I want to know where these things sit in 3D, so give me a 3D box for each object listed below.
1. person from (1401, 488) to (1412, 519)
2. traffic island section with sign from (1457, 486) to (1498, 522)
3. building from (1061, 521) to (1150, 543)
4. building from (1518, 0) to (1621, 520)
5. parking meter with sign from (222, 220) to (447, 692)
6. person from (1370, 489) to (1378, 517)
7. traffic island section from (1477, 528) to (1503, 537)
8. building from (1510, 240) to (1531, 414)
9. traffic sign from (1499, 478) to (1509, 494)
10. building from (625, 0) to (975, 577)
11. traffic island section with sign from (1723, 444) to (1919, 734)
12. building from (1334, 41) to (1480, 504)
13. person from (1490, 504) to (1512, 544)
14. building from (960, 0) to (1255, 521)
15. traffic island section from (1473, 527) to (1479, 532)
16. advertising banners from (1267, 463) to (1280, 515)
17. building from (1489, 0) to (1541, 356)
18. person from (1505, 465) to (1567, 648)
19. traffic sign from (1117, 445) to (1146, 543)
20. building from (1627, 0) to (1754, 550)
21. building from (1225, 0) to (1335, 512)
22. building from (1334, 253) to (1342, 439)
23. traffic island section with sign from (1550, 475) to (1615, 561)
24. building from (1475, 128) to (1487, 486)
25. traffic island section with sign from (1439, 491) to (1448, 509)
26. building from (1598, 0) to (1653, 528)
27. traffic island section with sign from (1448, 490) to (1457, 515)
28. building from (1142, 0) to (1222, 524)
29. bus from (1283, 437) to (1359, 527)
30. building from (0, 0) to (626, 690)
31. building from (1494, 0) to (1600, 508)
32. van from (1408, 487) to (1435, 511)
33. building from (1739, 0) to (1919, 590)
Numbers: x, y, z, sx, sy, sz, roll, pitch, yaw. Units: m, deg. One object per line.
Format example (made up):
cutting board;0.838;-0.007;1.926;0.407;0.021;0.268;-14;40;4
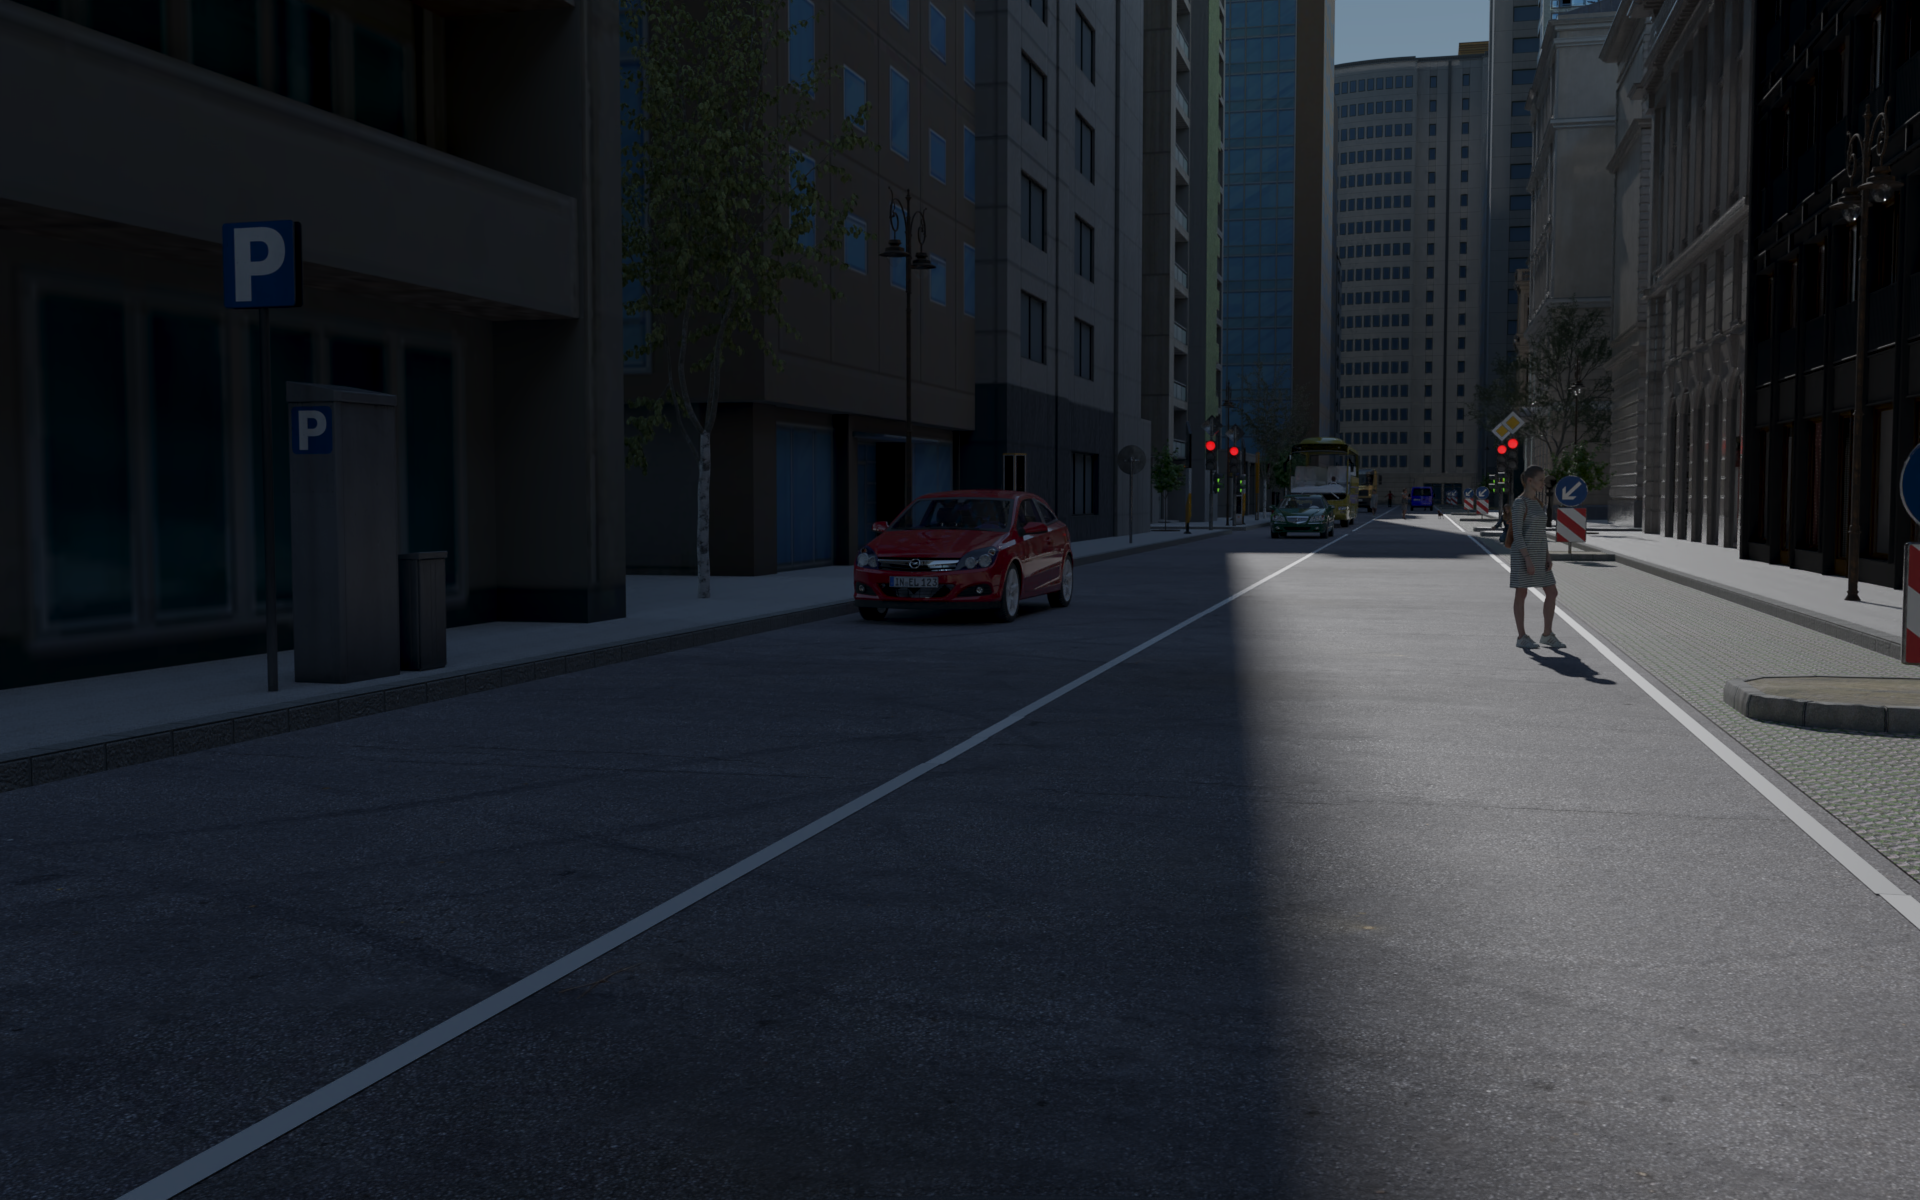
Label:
person;25.312;-5.474;98.362;0.532;1.782;0.716;2;4;32
traffic island section with sign;27.103;-4.996;90.308;1.989;1.847;2.006;1;4;15
building;-6.169;-37.349;48.909;20.611;71.187;20.563;1;4;15
building;37.775;-18.803;93.328;13.634;28.700;20.117;1;4;15
parking meter with sign;-4.229;-0.961;11.967;0.543;3.016;1.738;1;4;17
person;25.402;-5.935;106.286;0.466;1.731;0.760;0;4;6
traffic island section;18.723;-2.234;58.814;2.009;0.180;2.903;1;4;15
building;45.787;-18.383;119.646;14.460;24.649;34.723;1;4;15
traffic sign;32.100;-6.200;102.552;0.795;2.450;0.064;1;4;20
building;-7.812;-23.459;33.658;14.600;45.320;14.200;1;4;15
traffic island section with sign;6.087;-0.155;11.159;1.989;1.847;2.006;1;4;15
building;58.631;-42.167;231.430;28.212;58.520;21.231;1;4;15
person;15.636;-2.148;49.113;1.012;1.151;0.738;2;4;29
building;7.547;-40.755;104.596;20.563;71.187;20.611;1;4;15
traffic island section;20.773;-2.707;66.532;2.009;0.180;2.903;1;4;15
advertising banners;17.687;-6.210;97.723;0.090;3.025;2.074;-1;4;-9
building;65.395;-38.987;179.439;21.231;58.520;28.212;1;4;15
person;5.323;-0.406;16.148;0.512;1.701;0.522;-3;5;-42
traffic sign;4.443;-2.745;44.991;0.768;2.556;0.104;1;4;17
building;25.010;-12.326;43.337;13.314;21.916;24.055;1;4;15
building;20.185;-29.246;128.275;14.600;45.320;14.200;1;4;15
building;38.810;-26.772;209.429;14.107;30.474;14.160;1;4;15
traffic island section with sign;13.150;-1.783;37.781;1.989;1.847;2.006;1;4;15
building;67.995;-33.728;201.555;14.600;45.320;14.200;1;4;15
traffic island section with sign;47.105;-9.600;165.592;1.989;1.847;2.006;1;4;15
building;35.744;-14.583;67.316;19.941;23.489;11.050;1;4;15
traffic island section with sign;34.039;-6.589;116.359;1.989;1.847;2.006;1;4;15
building;3.913;-24.106;77.731;14.154;41.232;14.086;1;4;15
bus;16.529;-5.306;78.292;2.896;3.916;12.252;1;4;15
building;-16.452;-23.572;9.101;21.300;48.544;21.600;1;4;15
building;59.206;-51.180;149.463;22.319;86.520;31.000;1;4;15
van;39.439;-8.777;147.893;2.240;2.365;5.245;1;4;15
building;19.271;-11.898;24.215;12.332;23.373;15.834;1;4;15
